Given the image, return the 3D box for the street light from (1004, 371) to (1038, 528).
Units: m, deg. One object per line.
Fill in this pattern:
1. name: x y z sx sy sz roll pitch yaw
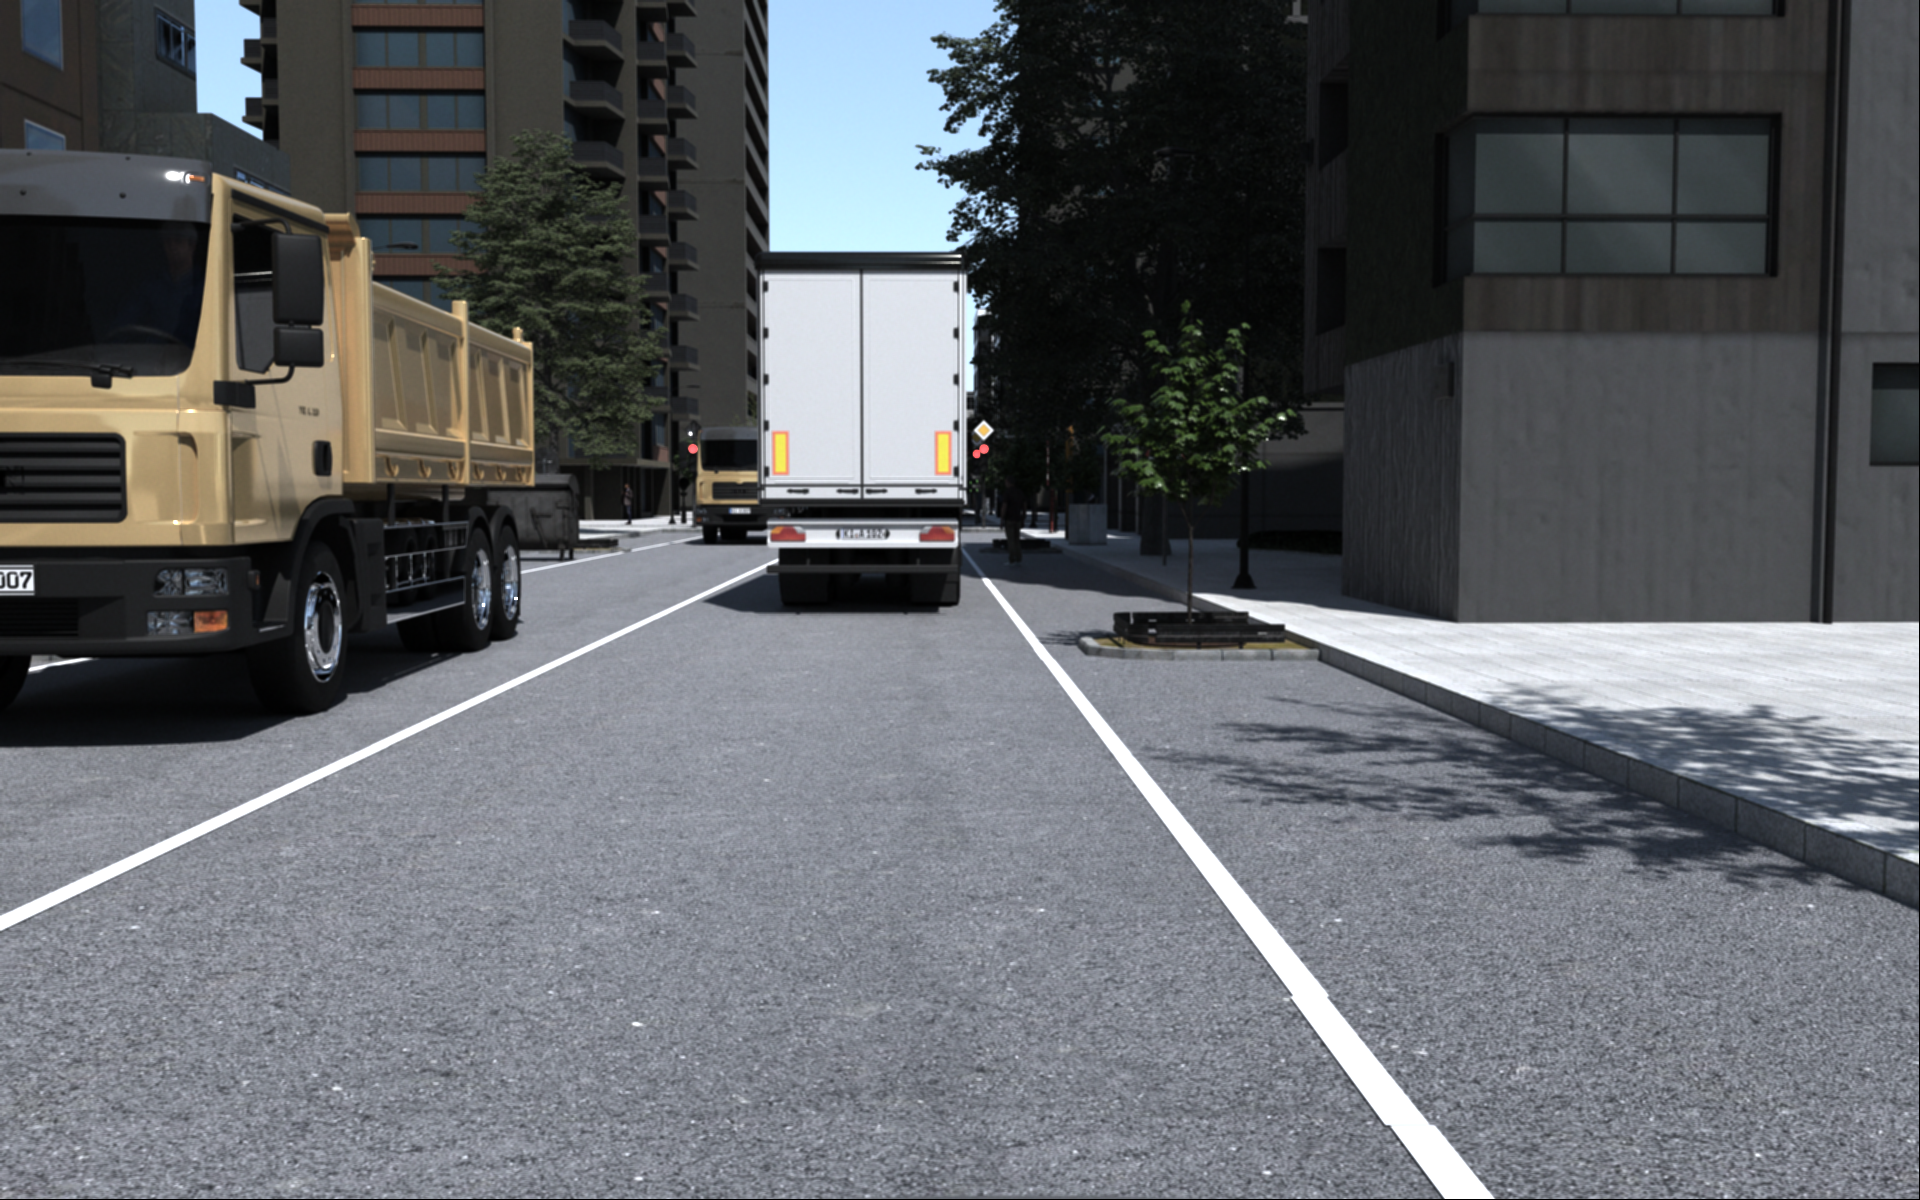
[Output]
1. street light: 2.244 -5.695 65.655 1.470 5.913 1.316 0 4 -1

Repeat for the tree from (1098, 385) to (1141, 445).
1. tree: 10.904 -9.936 112.815 4.737 8.622 4.395 0 3 0

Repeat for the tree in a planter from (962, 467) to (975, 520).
1. tree in a planter: 0.154 -6.182 98.296 1.991 3.239 1.994 0 4 -1

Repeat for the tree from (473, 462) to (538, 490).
1. tree: -11.949 -3.046 44.409 1.663 3.219 1.824 0 3 0

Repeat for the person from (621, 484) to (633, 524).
1. person: -14.052 -4.047 73.036 0.431 1.722 0.655 -1 4 -21

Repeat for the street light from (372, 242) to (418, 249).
1. street light: -10.689 -3.641 32.077 1.470 5.913 1.316 0 4 -1

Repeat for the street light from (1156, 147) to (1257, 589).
1. street light: 3.322 -3.110 23.382 1.470 5.913 1.316 0 4 -1

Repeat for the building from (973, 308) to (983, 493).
1. building: 15.466 -22.189 206.769 27.936 21.610 32.646 0 4 -1

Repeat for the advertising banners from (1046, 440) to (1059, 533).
1. advertising banners: 3.014 -3.710 56.842 0.090 3.025 2.074 1 4 14

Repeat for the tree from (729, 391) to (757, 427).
1. tree: -13.837 -10.387 120.192 4.737 8.622 4.395 0 3 0

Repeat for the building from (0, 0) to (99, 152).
1. building: -49.172 -26.110 77.010 14.200 45.320 14.600 0 4 -1

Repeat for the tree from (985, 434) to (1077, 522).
1. tree: 3.638 -5.928 80.642 4.285 4.588 4.351 0 3 0

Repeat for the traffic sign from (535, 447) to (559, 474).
1. traffic sign: -11.359 -2.892 47.395 0.768 2.556 0.104 0 4 1

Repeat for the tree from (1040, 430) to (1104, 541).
1. tree: 3.486 -3.227 47.358 1.663 3.219 1.824 0 3 0

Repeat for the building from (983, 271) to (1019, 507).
1. building: 17.153 -20.182 173.957 27.936 21.610 32.646 0 4 -1

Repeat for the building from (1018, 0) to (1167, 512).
1. building: 15.691 -31.037 131.151 21.300 48.544 21.600 0 4 -1

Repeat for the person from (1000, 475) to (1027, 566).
1. person: 1.043 -1.585 34.549 0.598 1.807 0.434 -2 4 -26

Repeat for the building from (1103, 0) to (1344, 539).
1. building: 15.769 -37.535 51.942 20.563 71.187 20.611 0 4 -1

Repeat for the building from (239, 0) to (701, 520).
1. building: -26.574 -27.011 96.254 22.147 44.769 28.867 0 4 -1

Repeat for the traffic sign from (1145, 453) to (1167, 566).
1. traffic sign: 3.658 -1.890 30.909 0.884 2.594 0.081 0 4 5

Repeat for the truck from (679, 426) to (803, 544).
1. truck: -6.232 -3.443 52.216 3.469 3.379 9.791 0 4 -1

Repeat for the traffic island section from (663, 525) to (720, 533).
1. traffic island section: -10.055 -2.643 65.495 2.009 0.180 2.903 0 4 -1

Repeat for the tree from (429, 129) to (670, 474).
1. tree: -13.294 -8.365 54.892 7.486 12.596 7.792 0 3 0

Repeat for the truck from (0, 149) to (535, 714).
1. truck: -5.499 -1.067 13.364 3.469 3.379 9.791 0 4 -3

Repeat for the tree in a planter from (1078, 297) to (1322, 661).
1. tree in a planter: 2.110 -1.135 15.773 1.991 3.239 1.994 0 4 -1

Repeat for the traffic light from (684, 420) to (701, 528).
1. traffic light: -10.015 -4.675 65.362 0.839 4.253 0.868 0 4 -1

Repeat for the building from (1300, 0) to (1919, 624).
1. building: 11.810 -15.389 23.310 14.160 30.474 14.107 0 4 -1

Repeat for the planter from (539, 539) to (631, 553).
1. planter: -9.193 -1.323 42.773 1.991 0.319 1.994 0 4 -1

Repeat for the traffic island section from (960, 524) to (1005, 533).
1. traffic island section: 0.923 -2.659 65.750 2.009 0.180 2.903 0 4 -1

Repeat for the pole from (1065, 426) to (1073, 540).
1. pole: 3.075 -3.360 48.776 0.158 3.312 0.155 0 3 0

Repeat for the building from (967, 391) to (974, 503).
1. building: -9.031 -23.019 242.811 31.486 18.905 16.747 0 4 -1

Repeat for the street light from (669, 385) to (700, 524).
1. street light: -11.731 -6.187 73.699 1.470 5.913 1.316 0 4 -1

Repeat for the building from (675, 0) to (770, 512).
1. building: -26.546 -31.340 136.112 21.300 48.544 21.600 0 4 -1

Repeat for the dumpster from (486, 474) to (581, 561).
1. dumpster: -9.175 -1.774 37.226 1.865 1.857 1.264 0 4 -1

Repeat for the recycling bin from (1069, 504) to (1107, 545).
1. recycling bin: 3.240 -1.916 43.879 0.722 1.027 0.722 -3 5 -44

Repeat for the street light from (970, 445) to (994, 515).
1. street light: 1.374 -8.191 106.467 1.470 5.913 1.316 0 4 -1

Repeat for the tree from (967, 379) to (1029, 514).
1. tree: 2.546 -9.818 110.888 4.360 8.622 3.978 0 3 0

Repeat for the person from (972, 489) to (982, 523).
1. person: 0.760 -4.149 76.471 0.598 1.807 0.434 -3 5 -39

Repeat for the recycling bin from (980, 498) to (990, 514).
1. recycling bin: 1.590 -6.225 114.331 0.722 1.027 0.722 0 4 4

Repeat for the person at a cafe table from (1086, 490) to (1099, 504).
1. person at a cafe table: 6.995 -5.427 97.250 1.622 1.524 1.698 -1 4 -16

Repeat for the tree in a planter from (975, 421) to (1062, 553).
1. tree in a planter: 1.471 -2.782 42.709 1.991 3.239 1.994 0 4 -1

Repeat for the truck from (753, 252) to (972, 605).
1. truck: -1.177 -2.247 25.660 2.839 4.237 11.283 0 4 0

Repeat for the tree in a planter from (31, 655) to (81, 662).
1. tree in a planter: -8.545 -1.119 15.511 1.991 3.239 1.994 0 4 -1

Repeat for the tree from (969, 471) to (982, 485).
1. tree: 2.732 -8.851 128.428 4.285 4.588 4.351 0 3 0

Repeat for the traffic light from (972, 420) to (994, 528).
1. traffic light: 0.883 -4.692 65.636 0.839 4.253 0.868 0 4 -1

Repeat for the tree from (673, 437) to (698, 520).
1. tree: -12.731 -6.284 86.459 4.285 4.588 4.351 0 3 0

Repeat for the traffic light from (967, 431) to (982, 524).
1. traffic light: 0.693 -5.180 73.618 0.839 4.253 0.868 0 4 -1

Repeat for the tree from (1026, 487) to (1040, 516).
1. tree: 4.419 -6.581 102.208 1.663 3.219 1.824 0 3 0

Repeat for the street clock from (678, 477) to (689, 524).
1. street clock: -11.994 -4.318 75.167 0.471 2.002 0.358 -2 4 -24

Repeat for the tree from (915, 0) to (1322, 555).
1. tree: 4.016 -7.920 36.147 9.857 13.997 8.962 0 3 0

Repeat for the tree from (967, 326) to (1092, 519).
1. tree: 3.596 -9.445 88.833 7.601 10.594 8.767 -2 4 -26

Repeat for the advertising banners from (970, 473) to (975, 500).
1. advertising banners: 1.173 -9.008 143.462 0.090 3.025 2.074 -1 4 -17

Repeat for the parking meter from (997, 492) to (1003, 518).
1. parking meter: 2.184 -5.267 94.531 0.372 1.533 0.369 0 3 0

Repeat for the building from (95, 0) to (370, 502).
1. building: -37.223 -45.126 50.489 31.000 86.520 22.319 0 4 -1

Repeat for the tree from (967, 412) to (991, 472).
1. tree: 1.765 -12.357 152.407 4.737 8.622 4.395 0 3 0
